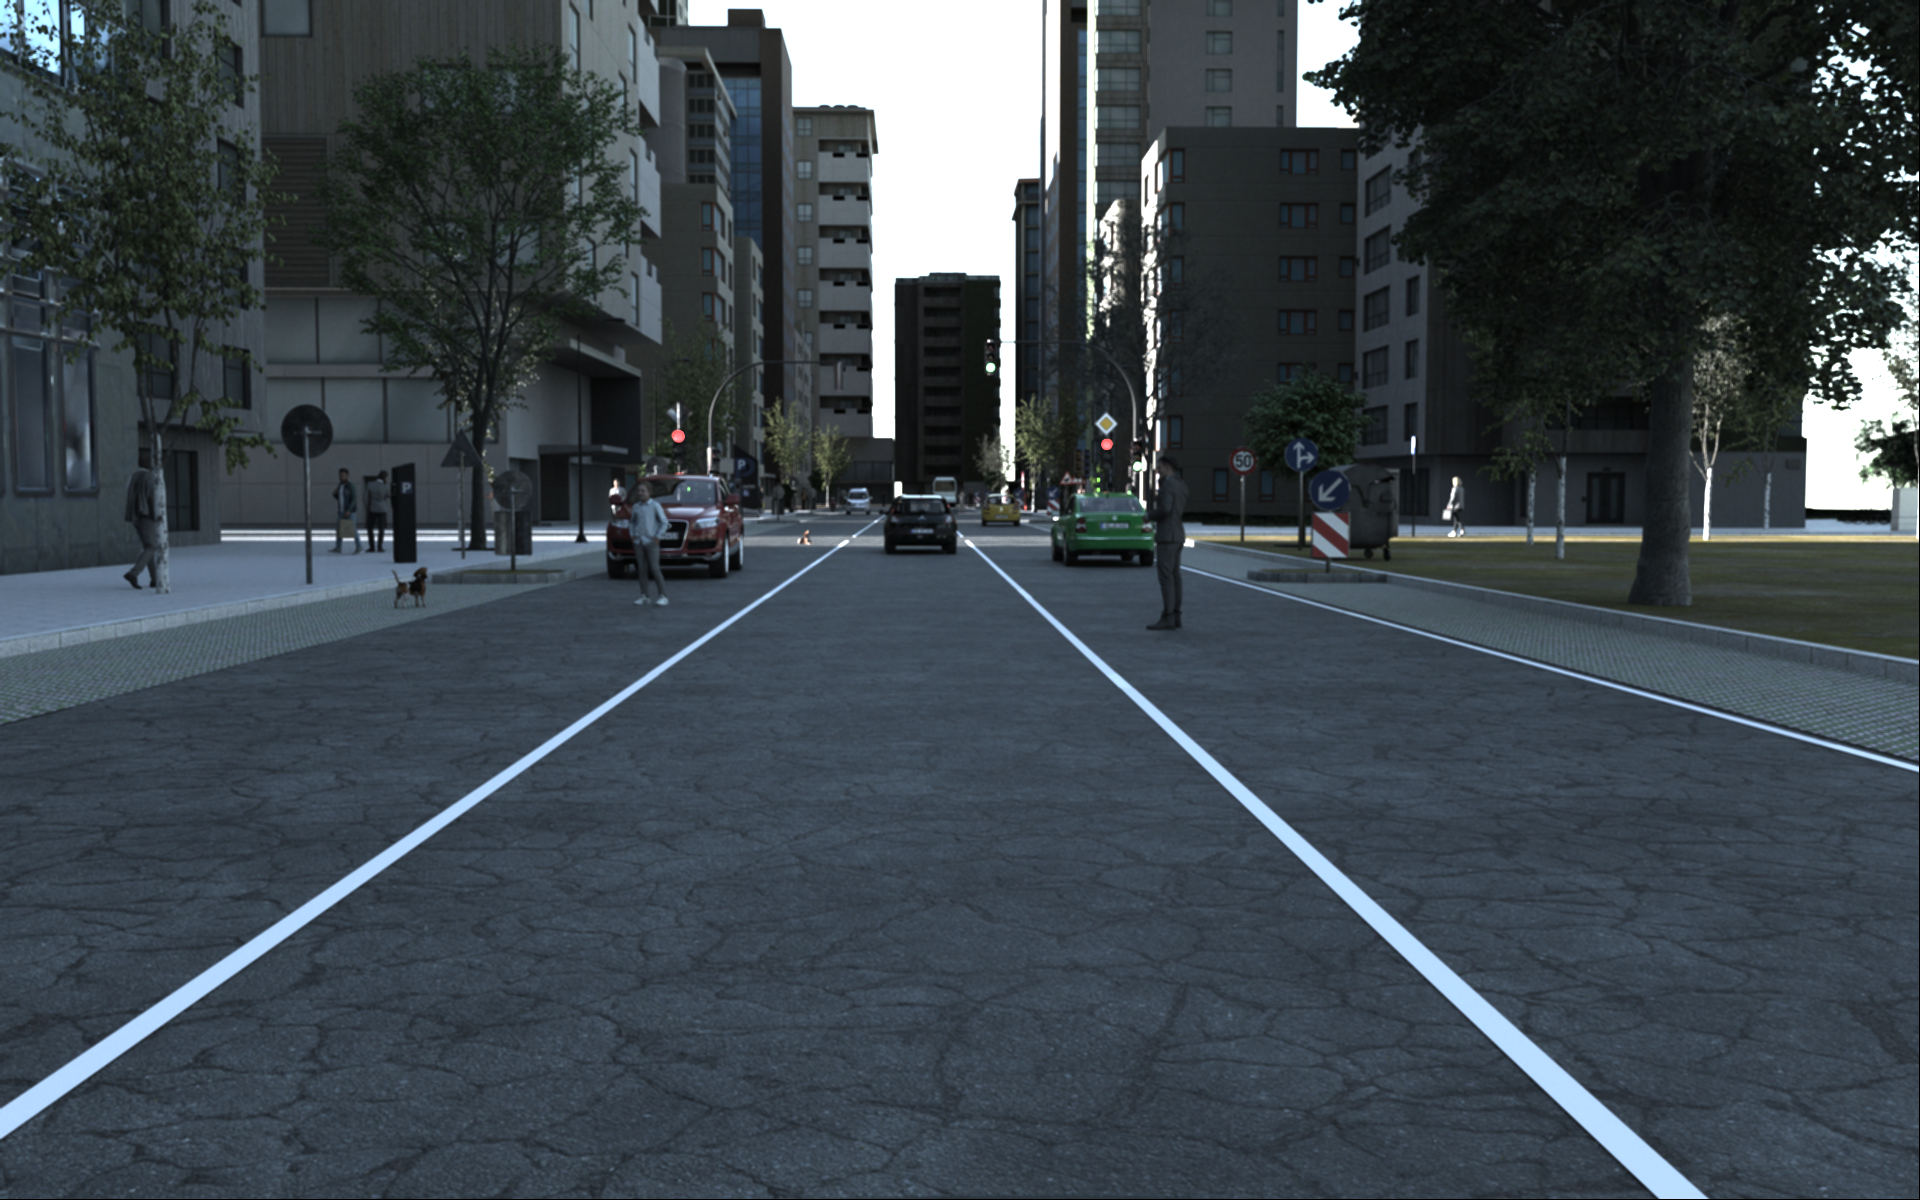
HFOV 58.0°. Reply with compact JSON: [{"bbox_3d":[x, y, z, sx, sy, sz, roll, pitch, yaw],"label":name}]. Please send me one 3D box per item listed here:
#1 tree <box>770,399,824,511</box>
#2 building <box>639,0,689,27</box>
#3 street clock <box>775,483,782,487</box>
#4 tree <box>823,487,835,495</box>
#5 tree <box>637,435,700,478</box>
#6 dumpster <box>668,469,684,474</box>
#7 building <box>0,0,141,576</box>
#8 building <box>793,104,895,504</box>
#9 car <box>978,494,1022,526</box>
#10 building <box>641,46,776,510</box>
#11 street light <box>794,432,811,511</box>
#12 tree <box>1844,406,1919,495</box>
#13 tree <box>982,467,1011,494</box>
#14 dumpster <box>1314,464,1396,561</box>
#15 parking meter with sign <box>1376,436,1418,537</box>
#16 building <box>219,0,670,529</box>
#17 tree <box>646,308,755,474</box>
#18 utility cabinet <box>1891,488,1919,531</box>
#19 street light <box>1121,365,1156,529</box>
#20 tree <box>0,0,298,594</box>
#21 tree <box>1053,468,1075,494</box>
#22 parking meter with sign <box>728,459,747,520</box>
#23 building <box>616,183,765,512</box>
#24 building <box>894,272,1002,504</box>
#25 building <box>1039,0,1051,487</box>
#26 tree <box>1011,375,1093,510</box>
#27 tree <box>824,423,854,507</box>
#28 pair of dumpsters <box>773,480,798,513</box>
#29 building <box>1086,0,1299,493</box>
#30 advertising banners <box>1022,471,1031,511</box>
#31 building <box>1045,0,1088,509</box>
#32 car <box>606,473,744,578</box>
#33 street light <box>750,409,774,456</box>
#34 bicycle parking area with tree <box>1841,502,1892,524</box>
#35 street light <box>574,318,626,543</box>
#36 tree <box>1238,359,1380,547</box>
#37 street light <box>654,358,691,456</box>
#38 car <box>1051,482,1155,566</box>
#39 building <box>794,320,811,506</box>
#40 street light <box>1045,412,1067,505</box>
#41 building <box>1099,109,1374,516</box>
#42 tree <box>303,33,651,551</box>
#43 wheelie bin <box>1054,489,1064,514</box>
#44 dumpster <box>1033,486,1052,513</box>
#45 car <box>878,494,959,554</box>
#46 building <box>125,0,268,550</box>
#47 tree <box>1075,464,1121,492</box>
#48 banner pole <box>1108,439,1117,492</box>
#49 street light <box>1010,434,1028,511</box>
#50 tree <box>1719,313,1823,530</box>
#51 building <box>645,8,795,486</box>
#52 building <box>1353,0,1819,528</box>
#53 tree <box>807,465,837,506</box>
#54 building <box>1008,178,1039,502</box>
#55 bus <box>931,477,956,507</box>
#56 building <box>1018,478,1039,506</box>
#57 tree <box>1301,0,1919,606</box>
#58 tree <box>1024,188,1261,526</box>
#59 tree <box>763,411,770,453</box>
[{"bbox_3d":[-13.235,-11.105,131.927,4.737,8.622,4.395,0,3,0],"label":"tree"},{"bbox_3d":[-47.022,-48.323,228.329,20.611,71.187,20.563,0,4,-1],"label":"building"},{"bbox_3d":[-11.902,-6.670,113.626,0.471,2.002,0.358,-1,4,-22],"label":"street clock"},{"bbox_3d":[-14.776,-12.366,196.777,1.663,3.219,1.824,0,3,0],"label":"tree"},{"bbox_3d":[-15.801,-6.744,93.981,4.285,4.588,4.351,0,3,0],"label":"tree"},{"bbox_3d":[-10.773,-3.885,66.008,1.502,2.255,1.985,0,4,-1],"label":"dumpster"},{"bbox_3d":[-23.962,-42.885,13.834,22.319,86.520,31.000,0,4,-1],"label":"building"},{"bbox_3d":[-22.736,-39.448,234.216,27.495,52.752,28.713,0,4,-1],"label":"building"},{"bbox_3d":[1.830,-4.170,78.405,2.015,1.641,3.980,0,4,0],"label":"car"},{"bbox_3d":[-32.170,-27.734,145.334,32.217,40.220,23.993,0,4,-1],"label":"building"},{"bbox_3d":[-11.794,-9.591,129.357,1.470,5.913,1.316,0,4,-1],"label":"street light"},{"bbox_3d":[61.873,-8.918,108.718,11.467,7.101,20.602,0,4,-2],"label":"tree"},{"bbox_3d":[4.112,-13.252,200.377,4.285,4.588,4.351,0,3,0],"label":"tree"},{"bbox_3d":[7.719,-1.721,33.902,1.264,1.857,1.865,0,4,-1],"label":"dumpster"},{"bbox_3d":[12.859,-3.424,52.250,1.738,3.016,0.543,0,4,6],"label":"parking meter with sign"},{"bbox_3d":[-27.879,-29.626,73.621,28.713,52.752,27.495,0,4,-1],"label":"building"},{"bbox_3d":[-10.764,-7.269,69.208,4.737,8.622,4.395,0,3,0],"label":"tree"},{"bbox_3d":[32.788,-3.140,60.022,1.173,1.500,0.318,-2,4,-26],"label":"utility cabinet"},{"bbox_3d":[6.431,-5.514,62.689,1.470,5.913,1.316,0,4,-1],"label":"street light"},{"bbox_3d":[-10.260,-4.372,21.846,4.737,8.622,4.395,0,3,0],"label":"tree"},{"bbox_3d":[6.920,-7.193,112.206,1.663,3.219,1.824,0,3,0],"label":"tree"},{"bbox_3d":[-11.208,-5.486,85.959,0.543,3.016,1.738,1,4,21],"label":"parking meter with sign"},{"bbox_3d":[-27.691,-16.250,110.721,27.650,21.520,28.899,0,4,-1],"label":"building"},{"bbox_3d":[-1.757,-27.921,228.211,14.107,30.474,14.160,0,4,-1],"label":"building"},{"bbox_3d":[18.199,-38.305,168.287,21.231,58.520,28.212,0,4,-1],"label":"building"},{"bbox_3d":[6.084,-9.335,102.994,4.737,8.622,4.395,0,3,0],"label":"tree"},{"bbox_3d":[-13.403,-13.901,177.639,4.737,8.622,4.395,0,3,0],"label":"tree"},{"bbox_3d":[-12.144,-7.182,119.913,1.574,2.255,4.437,0,4,-1],"label":"pair of dumpsters"},{"bbox_3d":[16.019,-27.008,125.177,14.154,41.232,14.086,0,4,-1],"label":"building"},{"bbox_3d":[5.015,-8.301,131.914,0.090,3.025,2.074,-1,4,-15],"label":"advertising banners"},{"bbox_3d":[14.704,-30.393,147.030,14.600,45.320,14.200,0,4,-1],"label":"building"},{"bbox_3d":[-5.056,-1.377,31.186,2.281,1.827,5.304,0,4,-3],"label":"car"},{"bbox_3d":[-10.825,-7.449,94.330,1.470,5.913,1.316,0,4,-1],"label":"street light"},{"bbox_3d":[41.495,-5.158,71.342,9.016,4.147,8.231,2,4,25],"label":"bicycle parking area with tree"},{"bbox_3d":[-9.490,-4.475,45.709,1.470,5.913,1.316,0,4,-1],"label":"street light"},{"bbox_3d":[8.487,-3.580,42.252,4.285,4.588,4.351,0,3,0],"label":"tree"},{"bbox_3d":[-9.890,-5.310,59.355,1.470,5.913,1.316,0,4,-1],"label":"street light"},{"bbox_3d":[2.912,-1.654,35.847,1.959,1.807,4.718,0,4,-2],"label":"car"},{"bbox_3d":[-31.962,-21.313,193.502,28.899,21.520,27.650,0,4,-1],"label":"building"},{"bbox_3d":[5.497,-7.689,98.262,1.470,5.913,1.316,0,4,-1],"label":"street light"},{"bbox_3d":[23.113,-15.381,96.513,27.650,21.520,28.899,0,4,-1],"label":"building"},{"bbox_3d":[-10.810,-6.935,39.143,9.928,11.665,9.643,0,3,0],"label":"tree"},{"bbox_3d":[6.054,-6.018,106.301,0.693,1.594,0.980,0,4,-7],"label":"wheelie bin"},{"bbox_3d":[5.709,-6.962,119.592,1.264,1.857,1.865,0,4,-1],"label":"dumpster"},{"bbox_3d":[-1.008,-2.021,42.835,2.009,1.686,4.222,0,4,-3],"label":"car"},{"bbox_3d":[-24.892,-16.428,40.306,14.107,30.474,14.160,0,4,-1],"label":"building"},{"bbox_3d":[7.661,-6.110,94.505,1.663,3.219,1.824,0,3,0],"label":"tree"},{"bbox_3d":[6.910,-5.408,78.442,0.401,3.779,0.863,3,5,39],"label":"banner pole"},{"bbox_3d":[4.536,-9.880,134.071,1.470,5.913,1.316,0,4,-1],"label":"street light"},{"bbox_3d":[28.874,-6.831,62.049,4.737,8.622,4.395,0,3,0],"label":"tree"},{"bbox_3d":[-23.193,-31.460,164.474,14.600,45.320,14.200,0,4,-1],"label":"building"},{"bbox_3d":[24.987,-18.338,71.525,14.107,30.474,14.160,0,4,-1],"label":"building"},{"bbox_3d":[-14.894,-12.455,187.350,4.285,4.588,4.351,0,3,0],"label":"tree"},{"bbox_3d":[19.973,-35.316,232.038,28.867,44.769,22.147,0,4,-1],"label":"building"},{"bbox_3d":[-1.807,-12.364,197.005,2.948,3.499,13.247,0,4,-1],"label":"bus"},{"bbox_3d":[22.990,-30.831,195.972,32.217,40.220,23.993,0,4,-1],"label":"building"},{"bbox_3d":[8.229,-6.928,19.923,9.857,13.997,8.962,0,3,0],"label":"tree"},{"bbox_3d":[7.553,-9.754,69.852,12.009,13.543,11.850,0,3,0],"label":"tree"},{"bbox_3d":[-11.062,-7.702,76.285,4.737,8.622,4.395,0,3,0],"label":"tree"}]
